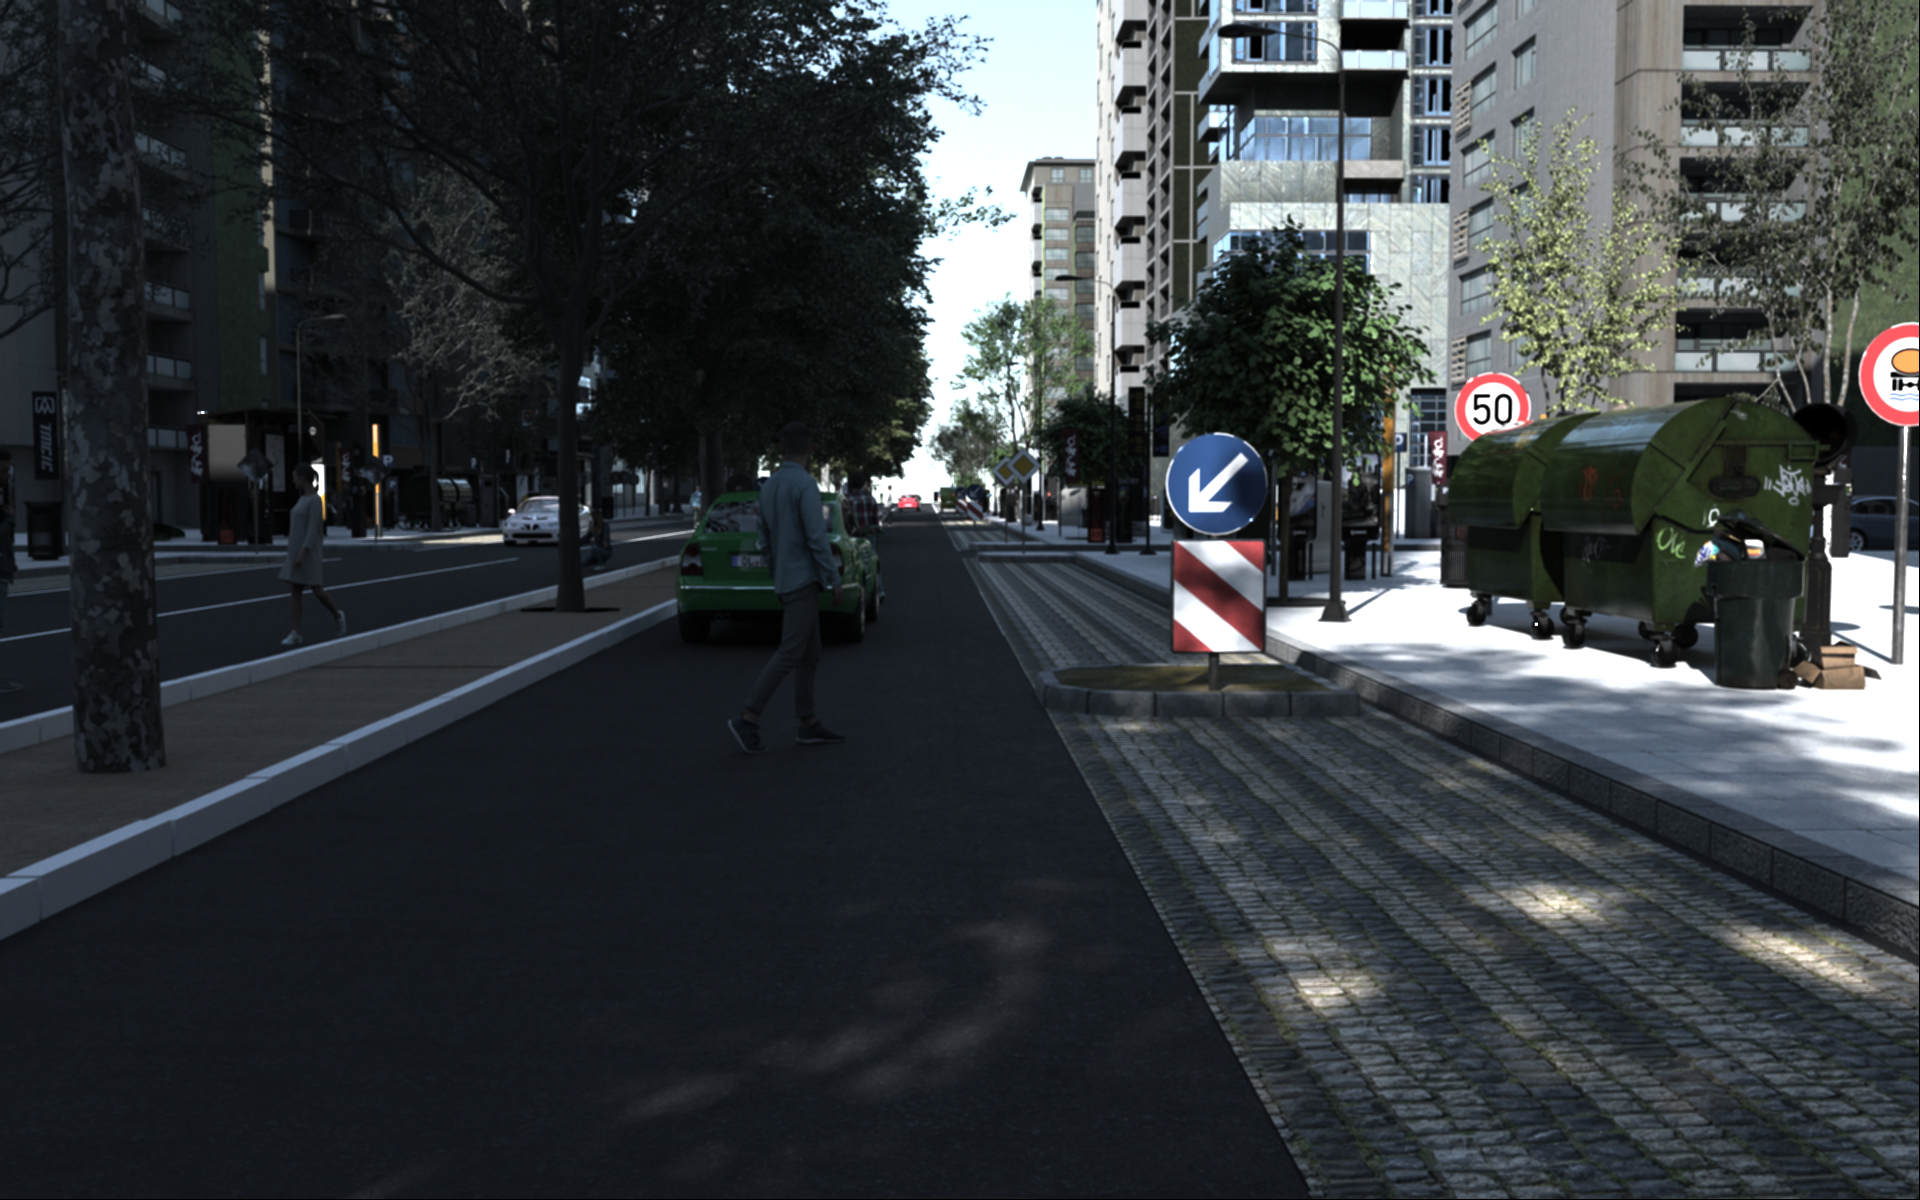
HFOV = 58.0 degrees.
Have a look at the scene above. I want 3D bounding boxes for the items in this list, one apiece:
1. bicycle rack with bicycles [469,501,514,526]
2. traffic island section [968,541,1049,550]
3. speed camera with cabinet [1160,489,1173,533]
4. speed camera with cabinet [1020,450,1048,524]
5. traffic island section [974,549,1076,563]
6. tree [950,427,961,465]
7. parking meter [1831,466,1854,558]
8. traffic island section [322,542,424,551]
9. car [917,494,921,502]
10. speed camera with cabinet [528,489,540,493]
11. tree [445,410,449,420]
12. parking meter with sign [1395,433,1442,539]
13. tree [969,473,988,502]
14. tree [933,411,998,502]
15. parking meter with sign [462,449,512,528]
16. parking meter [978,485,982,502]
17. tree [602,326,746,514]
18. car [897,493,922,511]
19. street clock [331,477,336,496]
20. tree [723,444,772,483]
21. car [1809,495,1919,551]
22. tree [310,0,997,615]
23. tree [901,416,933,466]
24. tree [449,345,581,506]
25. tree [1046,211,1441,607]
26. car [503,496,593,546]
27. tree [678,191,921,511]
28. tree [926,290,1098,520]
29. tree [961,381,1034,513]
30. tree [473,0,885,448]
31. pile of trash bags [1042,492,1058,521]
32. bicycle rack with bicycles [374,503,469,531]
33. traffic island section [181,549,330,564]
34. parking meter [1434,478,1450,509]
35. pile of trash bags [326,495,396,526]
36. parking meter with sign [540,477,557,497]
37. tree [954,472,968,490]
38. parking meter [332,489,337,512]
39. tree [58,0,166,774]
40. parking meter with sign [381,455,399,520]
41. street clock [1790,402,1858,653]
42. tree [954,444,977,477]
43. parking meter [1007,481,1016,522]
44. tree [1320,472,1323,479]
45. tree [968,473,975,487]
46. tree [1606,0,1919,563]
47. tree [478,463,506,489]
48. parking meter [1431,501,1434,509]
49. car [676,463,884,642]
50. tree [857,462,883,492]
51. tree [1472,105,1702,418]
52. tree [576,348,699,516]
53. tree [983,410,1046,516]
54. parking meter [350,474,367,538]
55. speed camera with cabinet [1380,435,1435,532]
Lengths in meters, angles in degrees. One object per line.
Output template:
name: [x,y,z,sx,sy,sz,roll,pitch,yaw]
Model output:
bicycle rack with bicycles: [-19.354,-3.492,70.483,2.852,0.926,2.925,-2,4,-24]
traffic island section: [1.229,-1.402,45.209,2.009,0.180,2.903,0,4,-1]
speed camera with cabinet: [7.635,-3.828,56.917,2.038,3.252,0.660,2,4,31]
speed camera with cabinet: [3.183,-4.871,73.983,0.660,3.252,2.038,1,4,22]
traffic island section: [1.385,-0.914,37.225,2.009,0.180,2.903,0,4,-1]
tree: [1.460,-12.275,151.065,4.360,8.622,3.978,0,3,0]
parking meter: [17.726,-1.785,34.903,0.255,1.863,0.399,-2,4,-31]
traffic island section: [-15.159,-1.383,44.896,2.009,0.180,2.903,0,4,-1]
car: [-7.136,-16.453,277.796,1.959,1.807,4.718,0,4,-3]
speed camera with cabinet: [-28.953,-7.555,117.852,0.660,3.252,2.038,1,4,11]
tree: [-27.669,-9.166,100.224,4.360,8.622,3.978,0,3,0]
parking meter with sign: [13.226,-3.280,49.882,1.738,3.016,0.543,-2,4,-31]
tree: [1.983,-11.031,174.955,1.663,3.219,1.824,0,3,0]
tree: [1.496,-15.297,184.520,7.601,10.594,8.767,3,5,41]
parking meter with sign: [-18.172,-4.310,66.735,1.738,3.016,0.543,-2,4,-31]
parking meter: [1.358,-6.742,115.946,0.255,1.863,0.399,0,4,5]
tree: [-18.643,-11.995,113.120,9.611,12.733,9.660,0,3,0]
car: [-4.238,-8.313,144.953,2.155,1.783,4.494,0,4,1]
street clock: [-26.668,-4.243,73.937,0.358,2.002,0.471,-1,4,-9]
tree: [-20.145,-13.159,165.514,4.737,8.622,4.395,0,3,0]
car: [21.826,-1.760,40.773,4.499,1.417,2.014,0,4,-1]
tree: [-4.767,-6.602,20.775,12.009,13.543,11.850,0,3,0]
tree: [-6.371,-10.934,115.640,8.767,10.594,7.601,0,4,-1]
tree: [-18.673,-7.564,74.034,4.360,8.622,3.978,0,3,0]
tree: [3.842,-2.229,20.153,4.285,4.588,4.351,0,3,0]
car: [-11.693,-2.262,49.339,2.083,1.381,4.827,0,4,-2]
tree: [-5.339,-8.563,60.595,7.486,12.596,7.792,0,3,0]
tree: [3.138,-9.867,87.076,9.928,11.665,9.643,0,3,0]
tree: [2.648,-9.939,112.871,4.360,8.622,3.978,0,3,0]
tree: [-4.727,-7.581,33.065,9.857,13.997,8.962,0,3,0]
pile of trash bags: [4.709,-4.579,84.623,1.912,1.369,3.447,-1,4,-20]
bicycle rack with bicycles: [-19.062,-2.928,61.258,2.925,0.926,2.852,-1,4,-12]
traffic island section: [-15.004,-0.895,36.913,2.009,0.180,2.903,0,4,-1]
parking meter: [15.686,-3.084,56.131,0.399,1.863,0.255,-1,4,-9]
pile of trash bags: [-24.167,-3.630,69.110,3.447,1.369,1.912,0,4,7]
parking meter with sign: [-18.611,-5.019,78.317,1.738,3.016,0.543,-1,4,-11]
tree: [0.794,-15.428,235.965,4.285,4.588,4.351,0,3,0]
parking meter: [-25.504,-3.825,70.948,0.372,1.533,0.369,0,3,0]
tree: [-3.143,-9.127,7.578,12.611,20.169,13.585,0,3,0]
parking meter with sign: [-24.970,-4.880,76.044,0.543,3.016,1.738,-2,4,-27]
street clock: [6.826,-0.563,13.773,0.471,2.002,0.358,3,5,45]
tree: [0.492,-18.042,245.346,4.737,8.622,4.395,0,3,0]
parking meter: [2.317,-4.485,79.040,0.399,1.863,0.255,-3,4,-37]
tree: [14.439,-4.348,65.693,1.663,3.219,1.824,0,3,0]
tree: [3.055,-7.304,103.127,4.285,4.588,4.351,0,3,0]
tree: [10.345,-4.312,20.859,4.360,8.622,3.978,0,3,0]
tree: [-28.454,-6.779,105.435,1.663,3.219,1.824,0,3,0]
parking meter: [17.274,-3.490,62.774,0.255,1.863,0.399,0,4,-7]
car: [-1.808,-0.572,18.150,1.959,1.807,4.718,0,4,1]
tree: [-6.010,-8.962,99.352,4.360,8.622,3.978,0,3,0]
tree: [11.624,-5.063,33.140,4.737,8.622,4.395,0,3,0]
tree: [-18.218,-10.155,100.438,8.767,10.594,7.601,-1,4,-9]
tree: [3.660,-4.012,49.305,4.285,4.588,4.351,0,3,0]
parking meter: [-17.609,-2.753,50.730,0.399,1.863,0.255,1,4,23]
speed camera with cabinet: [15.084,-3.942,58.787,0.660,3.252,2.038,-3,5,-45]
